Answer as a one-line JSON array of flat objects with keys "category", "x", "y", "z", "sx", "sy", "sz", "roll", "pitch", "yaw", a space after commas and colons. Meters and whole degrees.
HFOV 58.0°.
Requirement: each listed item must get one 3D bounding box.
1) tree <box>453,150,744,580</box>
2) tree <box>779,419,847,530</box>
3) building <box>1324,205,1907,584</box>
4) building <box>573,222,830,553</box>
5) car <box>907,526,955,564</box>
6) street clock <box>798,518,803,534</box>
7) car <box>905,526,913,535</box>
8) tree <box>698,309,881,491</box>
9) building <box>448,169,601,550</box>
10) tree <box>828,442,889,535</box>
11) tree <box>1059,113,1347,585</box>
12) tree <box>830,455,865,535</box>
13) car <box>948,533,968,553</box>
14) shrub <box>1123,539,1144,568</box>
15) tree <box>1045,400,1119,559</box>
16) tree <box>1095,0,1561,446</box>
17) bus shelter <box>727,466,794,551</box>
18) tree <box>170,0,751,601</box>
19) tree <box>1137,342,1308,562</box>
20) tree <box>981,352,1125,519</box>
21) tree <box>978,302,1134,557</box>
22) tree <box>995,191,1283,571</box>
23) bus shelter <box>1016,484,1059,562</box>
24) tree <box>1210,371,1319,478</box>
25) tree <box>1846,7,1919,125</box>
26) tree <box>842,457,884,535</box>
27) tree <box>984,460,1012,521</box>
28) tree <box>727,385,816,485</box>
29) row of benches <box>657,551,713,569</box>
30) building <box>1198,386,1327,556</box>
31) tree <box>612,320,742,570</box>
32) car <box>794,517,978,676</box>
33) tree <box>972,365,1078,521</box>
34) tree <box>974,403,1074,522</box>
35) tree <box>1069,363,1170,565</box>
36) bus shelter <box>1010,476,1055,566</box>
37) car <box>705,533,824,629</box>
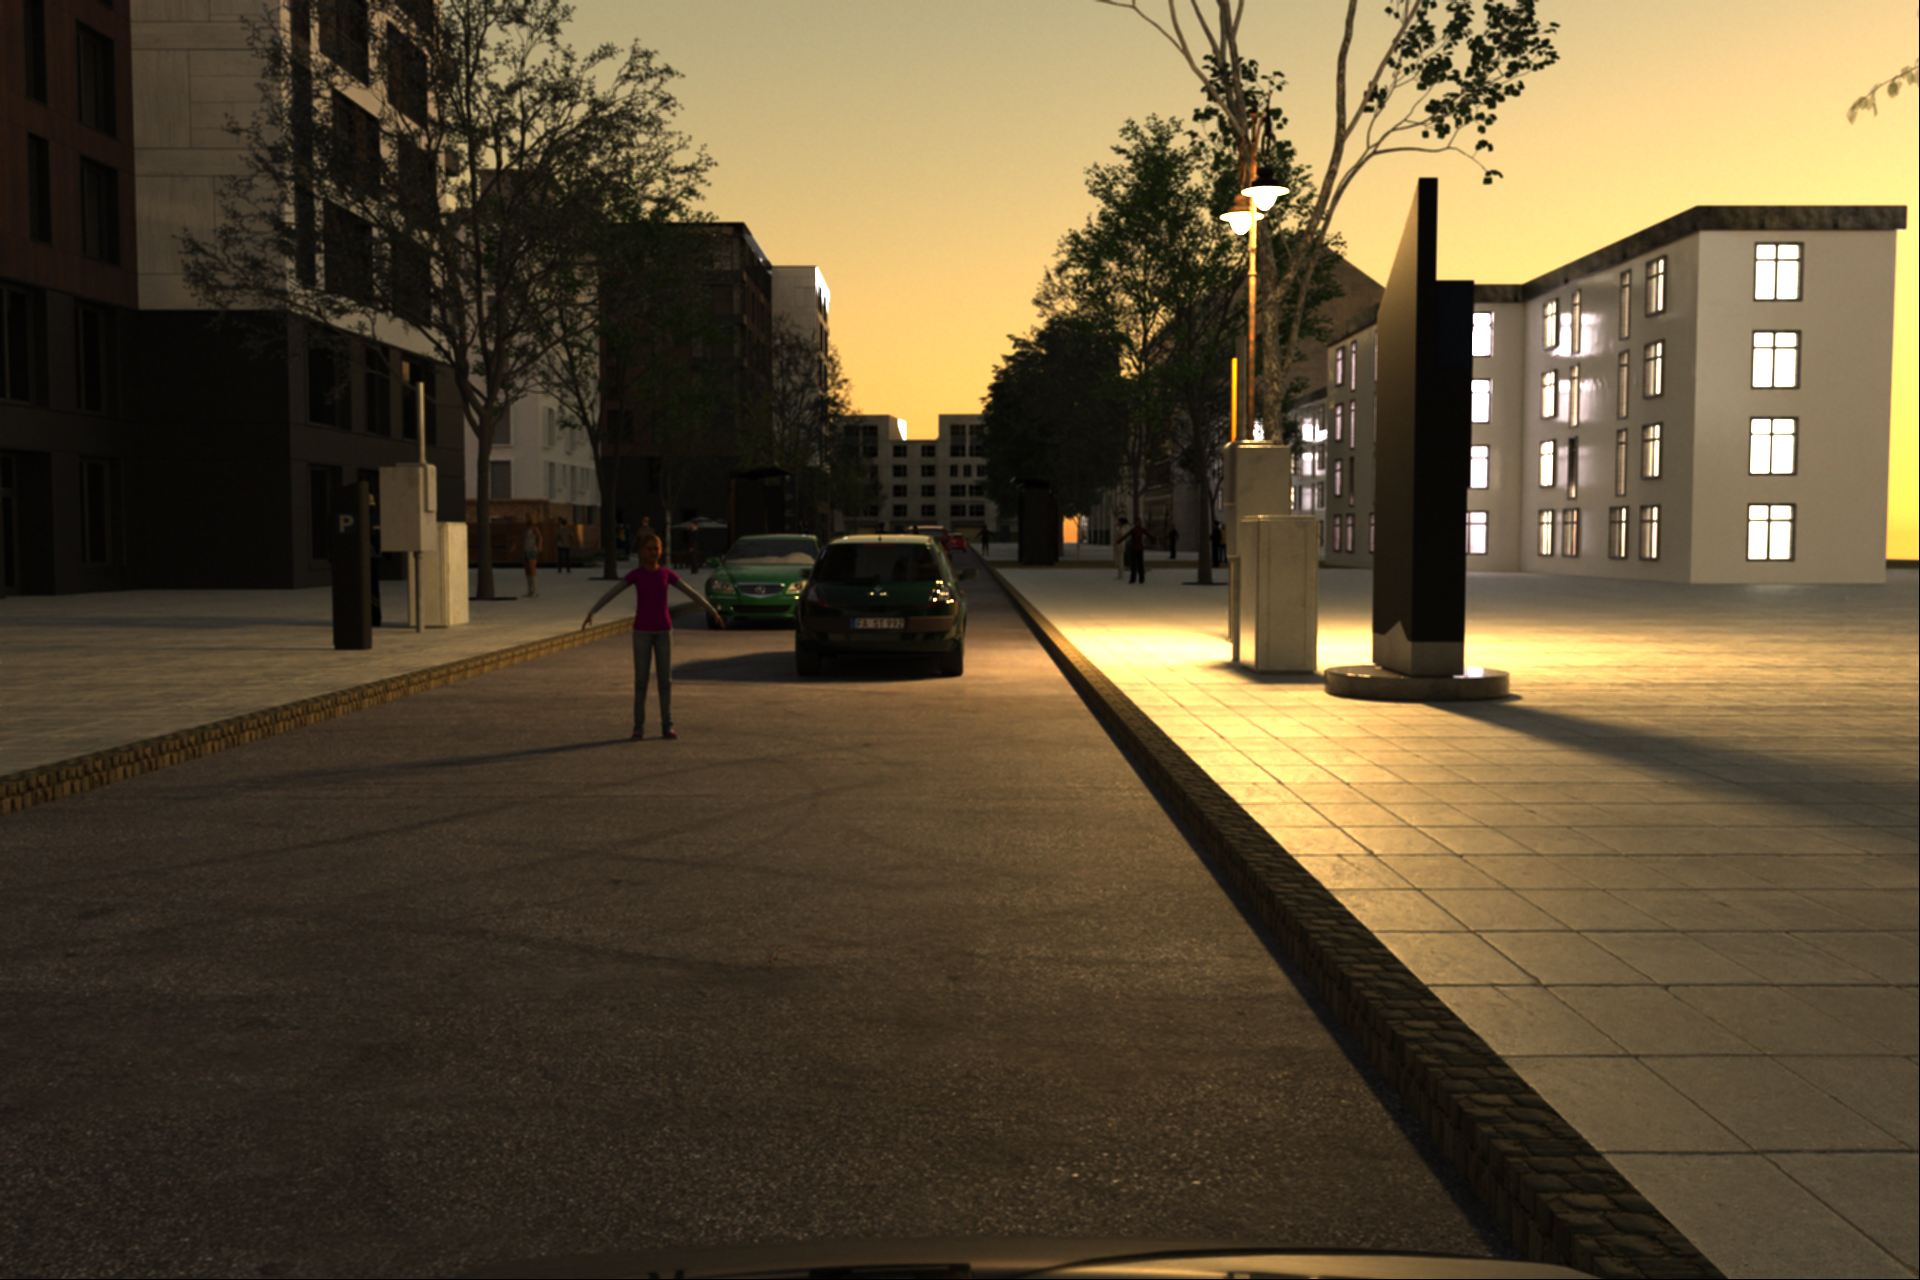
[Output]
[{"category": "tree", "x": -9.880, "y": -7.487, "z": 48.164, "sx": 9.928, "sy": 11.665, "sz": 9.643, "roll": 0, "pitch": 3, "yaw": 0}, {"category": "tree", "x": -9.416, "y": -9.652, "z": 108.169, "sx": 4.737, "sy": 8.622, "sz": 4.395, "roll": 0, "pitch": 3, "yaw": 0}, {"category": "building", "x": 19.655, "y": -7.114, "z": 58.465, "sx": 9.099, "sy": 9.664, "sz": 28.070, "roll": 0, "pitch": 4, "yaw": 0}, {"category": "building", "x": -24.808, "y": -17.493, "z": 129.987, "sx": 27.936, "sy": 21.610, "sz": 32.646, "roll": 0, "pitch": 4, "yaw": 0}, {"category": "car", "x": -1.399, "y": -4.444, "z": 81.339, "sx": 2.281, "sy": 1.827, "sz": 5.304, "roll": 0, "pitch": 4, "yaw": 0}, {"category": "street clock", "x": -7.185, "y": -4.436, "z": 77.103, "sx": 0.358, "sy": 2.002, "sz": 0.471, "roll": 0, "pitch": 4, "yaw": 0}, {"category": "car", "x": -1.950, "y": -4.847, "z": 87.915, "sx": 2.281, "sy": 1.827, "sz": 5.304, "roll": 0, "pitch": 4, "yaw": -1}, {"category": "tree", "x": -9.526, "y": -11.334, "z": 95.685, "sx": 12.009, "sy": 13.543, "sz": 11.850, "roll": 0, "pitch": 3, "yaw": 0}, {"category": "building", "x": -26.560, "y": -14.355, "z": 91.128, "sx": 16.016, "sy": 20.090, "sz": 11.380, "roll": 0, "pitch": 3, "yaw": 0}, {"category": "tree", "x": -10.303, "y": -14.159, "z": 165.919, "sx": 7.601, "sy": 10.594, "sz": 8.767, "roll": 0, "pitch": 4, "yaw": -4}, {"category": "tree", "x": 6.062, "y": -7.205, "z": 43.559, "sx": 9.928, "sy": 11.665, "sz": 9.643, "roll": 0, "pitch": 3, "yaw": 0}, {"category": "tree", "x": -10.091, "y": -12.298, "z": 151.429, "sx": 4.737, "sy": 8.622, "sz": 4.395, "roll": 0, "pitch": 3, "yaw": 0}, {"category": "car", "x": -0.411, "y": -7.731, "z": 135.437, "sx": 2.155, "sy": 1.783, "sz": 4.494, "roll": 0, "pitch": 3, "yaw": 0}, {"category": "shrub", "x": 6.515, "y": -3.336, "z": 65.664, "sx": 1.383, "sy": 1.207, "sz": 1.383, "roll": 0, "pitch": 3, "yaw": 0}, {"category": "tree", "x": 6.025, "y": -8.444, "z": 88.415, "sx": 4.360, "sy": 8.622, "sz": 3.978, "roll": 0, "pitch": 3, "yaw": 0}, {"category": "tree", "x": 6.134, "y": -10.620, "z": 29.534, "sx": 12.611, "sy": 20.169, "sz": 13.585, "roll": 0, "pitch": 3, "yaw": 0}, {"category": "bus shelter", "x": -7.201, "y": -4.392, "z": 63.092, "sx": 1.731, "sy": 3.624, "sz": 6.357, "roll": 0, "pitch": 4, "yaw": 0}, {"category": "tree", "x": -9.284, "y": -7.527, "z": 33.432, "sx": 12.009, "sy": 13.543, "sz": 11.850, "roll": 0, "pitch": 3, "yaw": 0}, {"category": "tree", "x": 11.758, "y": -8.863, "z": 79.320, "sx": 8.767, "sy": 10.594, "sz": 7.601, "roll": 1, "pitch": 4, "yaw": 14}, {"category": "tree", "x": 5.953, "y": -12.295, "z": 107.671, "sx": 9.857, "sy": 13.997, "sz": 8.962, "roll": 0, "pitch": 3, "yaw": 0}, {"category": "tree", "x": 5.487, "y": -11.626, "z": 96.744, "sx": 9.857, "sy": 13.997, "sz": 8.962, "roll": 0, "pitch": 3, "yaw": 0}, {"category": "tree", "x": 6.249, "y": -9.170, "z": 60.294, "sx": 12.009, "sy": 13.543, "sz": 11.850, "roll": 0, "pitch": 3, "yaw": 0}, {"category": "bus shelter", "x": 3.679, "y": -5.560, "z": 82.189, "sx": 1.731, "sy": 3.624, "sz": 6.357, "roll": 0, "pitch": 4, "yaw": -1}, {"category": "tree", "x": 11.857, "y": -7.369, "z": 70.848, "sx": 4.360, "sy": 8.622, "sz": 3.978, "roll": 0, "pitch": 3, "yaw": 0}, {"category": "tree", "x": 5.662, "y": -3.587, "z": 9.017, "sx": 4.360, "sy": 8.622, "sz": 3.978, "roll": 0, "pitch": 3, "yaw": 0}, {"category": "tree", "x": -9.120, "y": -12.724, "z": 158.402, "sx": 4.737, "sy": 8.622, "sz": 4.395, "roll": 0, "pitch": 3, "yaw": 0}, {"category": "tree", "x": 5.794, "y": -15.382, "z": 169.628, "sx": 7.486, "sy": 12.596, "sz": 7.792, "roll": 0, "pitch": 3, "yaw": 0}, {"category": "tree", "x": -9.523, "y": -8.245, "z": 85.169, "sx": 4.737, "sy": 8.622, "sz": 4.395, "roll": 0, "pitch": 3, "yaw": 0}, {"category": "row of benches", "x": -10.410, "y": -2.991, "z": 64.369, "sx": 1.422, "sy": 0.672, "sz": 4.104, "roll": 1, "pitch": 4, "yaw": 20}, {"category": "building", "x": 21.626, "y": -10.356, "z": 111.463, "sx": 9.099, "sy": 9.664, "sz": 28.070, "roll": 0, "pitch": 4, "yaw": 0}, {"category": "tree", "x": -9.690, "y": -6.455, "z": 55.909, "sx": 4.360, "sy": 8.622, "sz": 3.978, "roll": 0, "pitch": 3, "yaw": 0}, {"category": "car", "x": -0.802, "y": -0.559, "z": 18.924, "sx": 2.009, "sy": 1.686, "sz": 4.222, "roll": 0, "pitch": 4, "yaw": 0}, {"category": "tree", "x": 5.791, "y": -13.370, "z": 125.255, "sx": 9.857, "sy": 13.997, "sz": 8.962, "roll": 0, "pitch": 3, "yaw": 0}, {"category": "tree", "x": 5.844, "y": -14.541, "z": 144.405, "sx": 9.857, "sy": 13.997, "sz": 8.962, "roll": 0, "pitch": 3, "yaw": 0}, {"category": "tree", "x": 6.212, "y": -7.410, "z": 71.524, "sx": 4.360, "sy": 8.622, "sz": 3.978, "roll": 0, "pitch": 3, "yaw": 0}, {"category": "bus shelter", "x": 3.069, "y": -5.021, "z": 73.381, "sx": 1.731, "sy": 3.624, "sz": 6.357, "roll": 0, "pitch": 3, "yaw": 0}, {"category": "car", "x": -2.909, "y": -0.973, "z": 27.700, "sx": 2.131, "sy": 1.459, "sz": 4.920, "roll": 0, "pitch": 4, "yaw": 0}]
